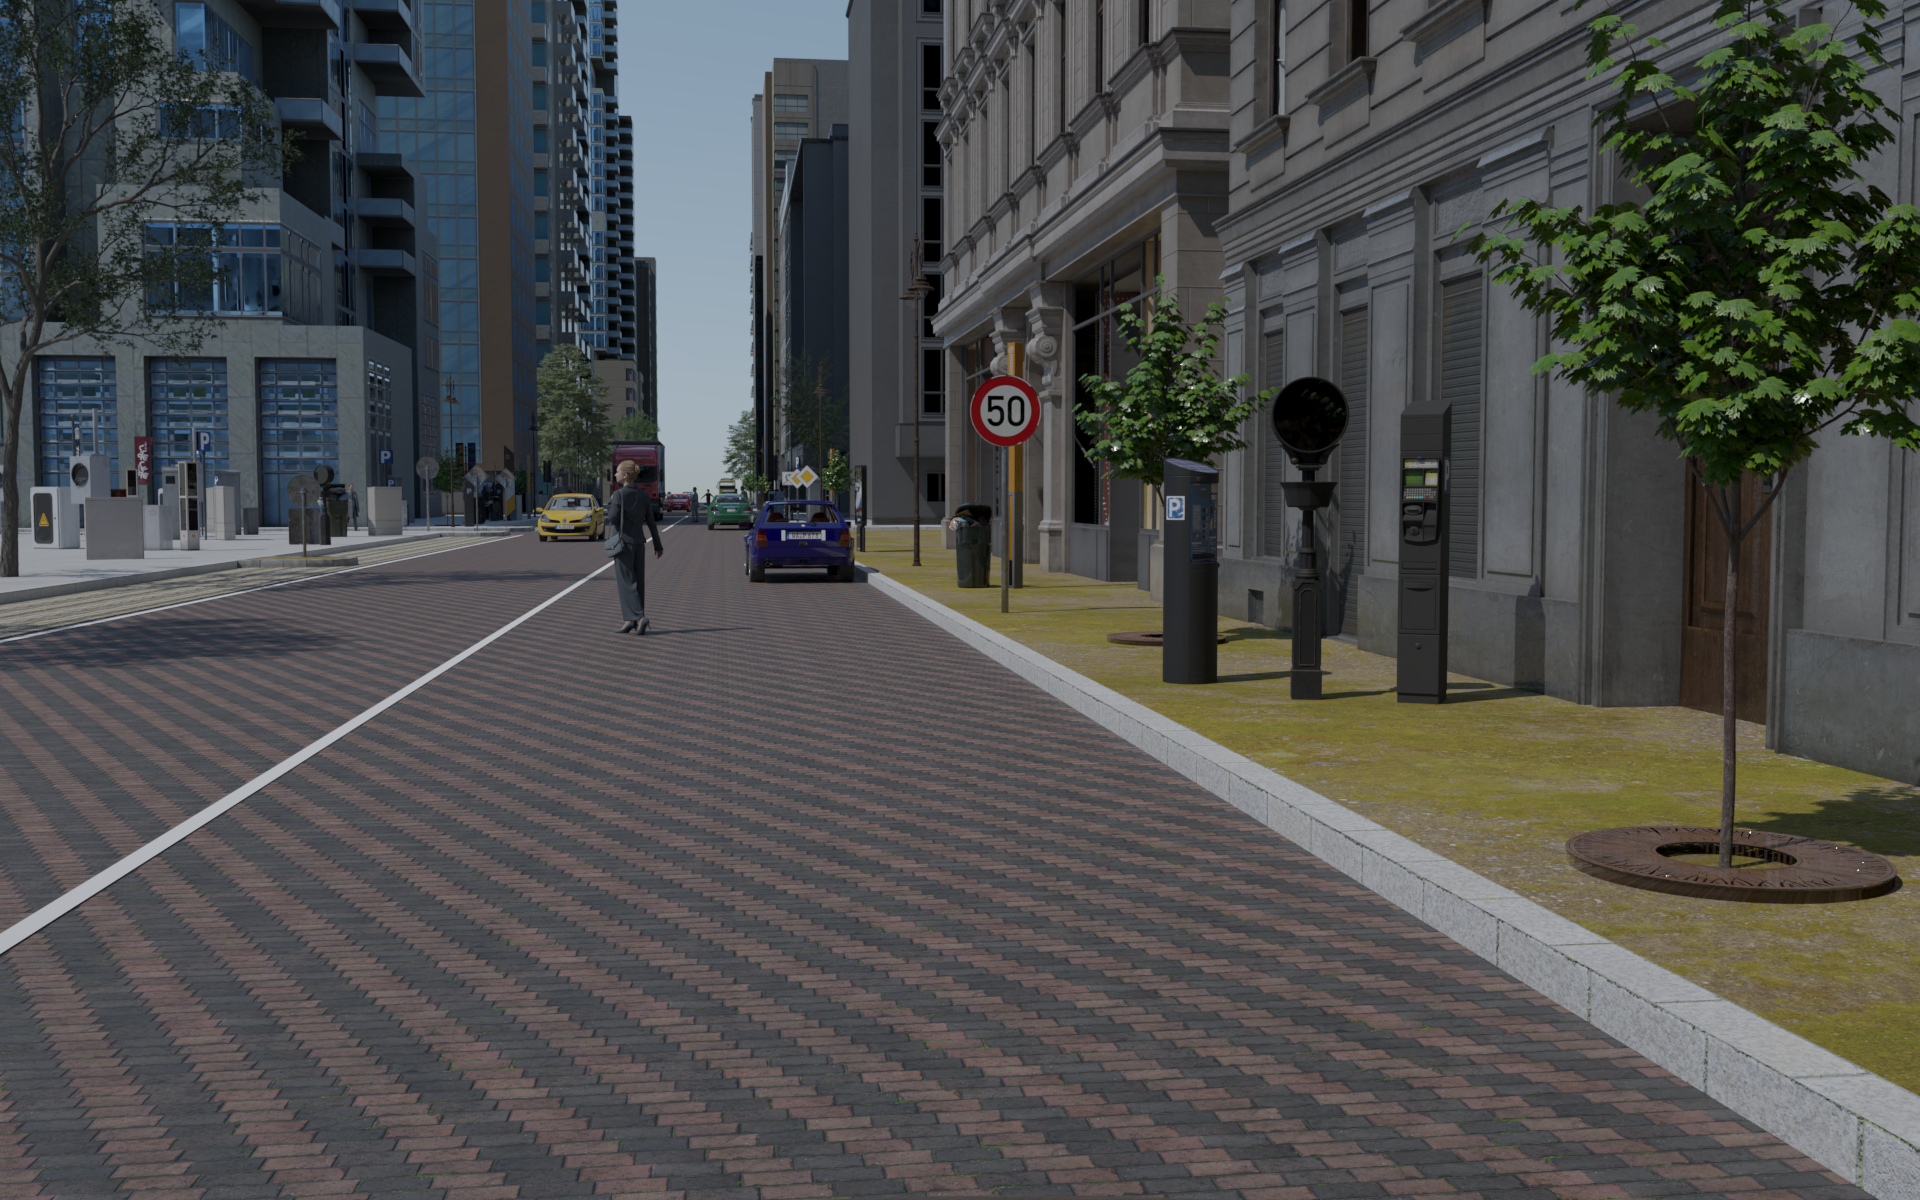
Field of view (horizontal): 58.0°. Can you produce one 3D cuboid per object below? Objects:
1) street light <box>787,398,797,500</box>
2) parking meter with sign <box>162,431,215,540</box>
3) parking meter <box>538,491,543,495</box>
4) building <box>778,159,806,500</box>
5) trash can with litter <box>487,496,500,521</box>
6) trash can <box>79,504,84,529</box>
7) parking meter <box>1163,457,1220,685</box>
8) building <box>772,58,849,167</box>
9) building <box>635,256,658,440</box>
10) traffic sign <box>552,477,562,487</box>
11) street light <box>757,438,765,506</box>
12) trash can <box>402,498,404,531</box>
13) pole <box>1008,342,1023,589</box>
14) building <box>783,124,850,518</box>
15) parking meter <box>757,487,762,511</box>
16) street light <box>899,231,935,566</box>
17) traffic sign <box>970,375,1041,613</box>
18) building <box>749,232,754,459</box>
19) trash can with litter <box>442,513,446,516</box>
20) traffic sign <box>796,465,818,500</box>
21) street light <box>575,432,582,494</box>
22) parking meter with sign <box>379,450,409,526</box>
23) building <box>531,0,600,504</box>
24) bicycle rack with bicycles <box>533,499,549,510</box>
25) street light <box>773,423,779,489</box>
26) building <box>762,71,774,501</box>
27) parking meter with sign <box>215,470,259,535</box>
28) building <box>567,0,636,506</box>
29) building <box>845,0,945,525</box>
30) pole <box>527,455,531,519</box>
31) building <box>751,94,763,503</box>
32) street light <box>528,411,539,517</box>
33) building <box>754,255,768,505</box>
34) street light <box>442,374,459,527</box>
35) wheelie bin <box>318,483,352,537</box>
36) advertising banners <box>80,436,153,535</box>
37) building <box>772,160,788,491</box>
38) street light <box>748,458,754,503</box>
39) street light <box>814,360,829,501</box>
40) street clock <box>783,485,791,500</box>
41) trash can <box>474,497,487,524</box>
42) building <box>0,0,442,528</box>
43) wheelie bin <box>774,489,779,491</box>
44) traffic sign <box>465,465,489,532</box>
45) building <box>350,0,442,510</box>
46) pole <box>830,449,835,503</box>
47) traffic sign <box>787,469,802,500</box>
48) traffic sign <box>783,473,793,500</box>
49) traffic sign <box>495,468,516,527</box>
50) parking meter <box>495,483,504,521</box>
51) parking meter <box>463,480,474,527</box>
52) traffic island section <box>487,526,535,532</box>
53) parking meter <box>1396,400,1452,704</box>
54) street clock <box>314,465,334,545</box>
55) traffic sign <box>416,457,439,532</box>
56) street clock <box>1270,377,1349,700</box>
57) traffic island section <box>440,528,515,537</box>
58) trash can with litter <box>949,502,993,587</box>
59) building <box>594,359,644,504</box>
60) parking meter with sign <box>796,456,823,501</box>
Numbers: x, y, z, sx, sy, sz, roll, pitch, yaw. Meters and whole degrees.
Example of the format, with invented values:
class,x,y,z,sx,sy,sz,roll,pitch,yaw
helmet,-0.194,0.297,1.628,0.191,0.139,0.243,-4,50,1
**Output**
class,x,y,z,sx,sy,sz,roll,pitch,yaw
street light,-8.087,-6.757,83.271,0.468,5.910,1.993,0,4,-8
parking meter with sign,-21.878,-3.191,48.429,1.738,3.016,0.543,1,4,10
parking meter,-30.165,-7.106,124.596,0.372,1.533,0.369,0,3,0
building,-7.548,-19.269,133.067,12.078,24.808,19.932,0,4,-8
trash can with litter,-22.141,-4.321,82.036,0.624,1.170,1.055,-2,4,-24
trash can,-32.570,-3.221,64.325,0.748,1.137,0.748,0,3,0
parking meter,1.572,-0.207,11.798,0.372,1.533,0.369,0,3,0
building,-10.983,-29.567,167.008,14.154,41.232,14.086,0,4,-8
building,-57.996,-37.079,289.843,14.154,41.232,14.086,0,4,-8
traffic sign,-24.396,-6.284,104.870,0.606,2.300,0.079,0,4,0
street light,-16.211,-10.374,142.409,0.468,5.910,1.993,0,4,-8
trash can,-18.565,-2.753,56.666,0.748,1.137,0.748,0,3,0
pole,0.746,-1.811,23.448,0.158,3.312,0.155,0,3,0
building,-3.283,-17.636,107.411,14.314,24.678,30.058,0,4,-8
parking meter,-15.622,-7.906,134.977,0.399,1.863,0.255,0,4,-2
street light,-0.769,-3.542,30.694,0.468,5.910,1.993,0,4,-8
traffic sign,0.486,-1.132,18.620,0.768,2.556,0.104,0,4,-5
building,-23.401,-40.786,286.463,23.786,49.044,30.456,0,4,-8
trash can with litter,-30.553,-5.441,100.023,2.233,1.210,1.678,1,4,13
traffic sign,-5.330,-3.470,60.379,0.795,2.450,0.064,0,4,-8
street light,-27.705,-9.361,125.844,0.468,5.910,1.993,0,4,-8
parking meter with sign,-22.662,-4.479,69.495,0.543,3.016,1.738,0,4,5
building,-44.982,-32.691,154.110,23.786,49.044,30.456,0,4,-8
bicycle rack with bicycles,-31.834,-7.166,130.554,2.852,0.926,2.925,-2,4,-25
street light,-11.963,-8.554,112.646,0.468,5.910,1.993,0,4,-8
building,-13.533,-32.513,181.702,14.600,45.320,14.200,0,4,-8
parking meter with sign,-22.822,-3.531,53.991,0.543,3.016,1.738,3,5,43
building,-59.785,-58.277,265.506,22.319,86.520,31.000,0,4,-8
building,7.425,-17.358,77.305,24.014,27.812,14.314,0,4,-8
pole,-22.276,-5.848,89.463,0.158,3.312,0.155,0,3,0
building,-20.206,-43.735,257.058,21.231,58.520,28.212,0,4,-8
street light,-23.620,-7.538,96.040,0.468,5.910,1.993,0,4,-8
building,-17.941,-26.879,211.180,14.160,30.474,14.107,0,4,-8
street light,-19.577,-5.743,66.688,0.468,5.910,1.993,0,4,-8
wheelie bin,-18.638,-2.682,51.753,0.980,1.594,0.693,-3,5,-39
advertising banners,-25.404,-3.427,52.214,2.074,3.025,0.090,-1,4,-11
building,-9.546,-23.340,153.316,14.160,30.474,14.107,0,4,-8
street light,-22.533,-13.213,188.823,0.468,5.910,1.993,0,4,-8
street light,-4.823,-5.337,60.044,0.468,5.910,1.993,0,4,-8
street clock,-8.095,-4.673,80.969,0.358,2.002,0.471,-2,4,-28
trash can,-20.574,-3.809,73.938,0.748,1.137,0.748,0,3,0
building,-36.039,-46.809,78.002,22.319,86.520,31.000,0,4,-8
wheelie bin,-11.457,-6.152,108.500,0.693,1.594,0.980,1,4,16
traffic sign,-16.424,-3.379,58.885,0.795,2.450,0.064,0,4,-8
building,-49.350,-53.251,183.326,22.319,86.520,31.000,0,4,-8
pole,-5.745,-5.150,78.049,0.158,3.312,0.155,0,3,0
traffic sign,-6.414,-3.954,68.290,0.795,2.450,0.064,0,4,-8
traffic sign,-7.953,-4.797,80.556,0.606,2.300,0.079,0,4,-6
traffic sign,-17.508,-3.863,66.797,0.795,2.450,0.064,0,4,-8
parking meter,-22.373,-4.792,84.068,0.399,1.863,0.255,-1,4,-13
parking meter,-19.230,-3.795,67.754,0.399,1.863,0.255,-1,4,-23
traffic island section,-17.530,-2.726,66.855,2.009,0.180,2.903,0,4,-8
parking meter,2.862,-0.304,10.677,0.255,1.863,0.399,2,4,25
street clock,-15.936,-2.378,43.446,0.471,2.002,0.358,2,4,23
traffic sign,-18.206,-3.617,59.241,0.768,2.556,0.104,0,4,-5
street clock,2.173,-0.382,10.820,0.471,2.002,0.358,0,4,8
traffic island section,-16.446,-2.242,58.944,2.009,0.180,2.903,0,4,-8
trash can with litter,0.115,-0.768,23.947,0.624,1.170,1.055,0,4,-6
building,-57.984,-23.981,237.120,27.650,21.520,28.899,0,4,-8
parking meter with sign,-6.730,-5.158,80.595,1.738,3.016,0.543,-1,4,-22
